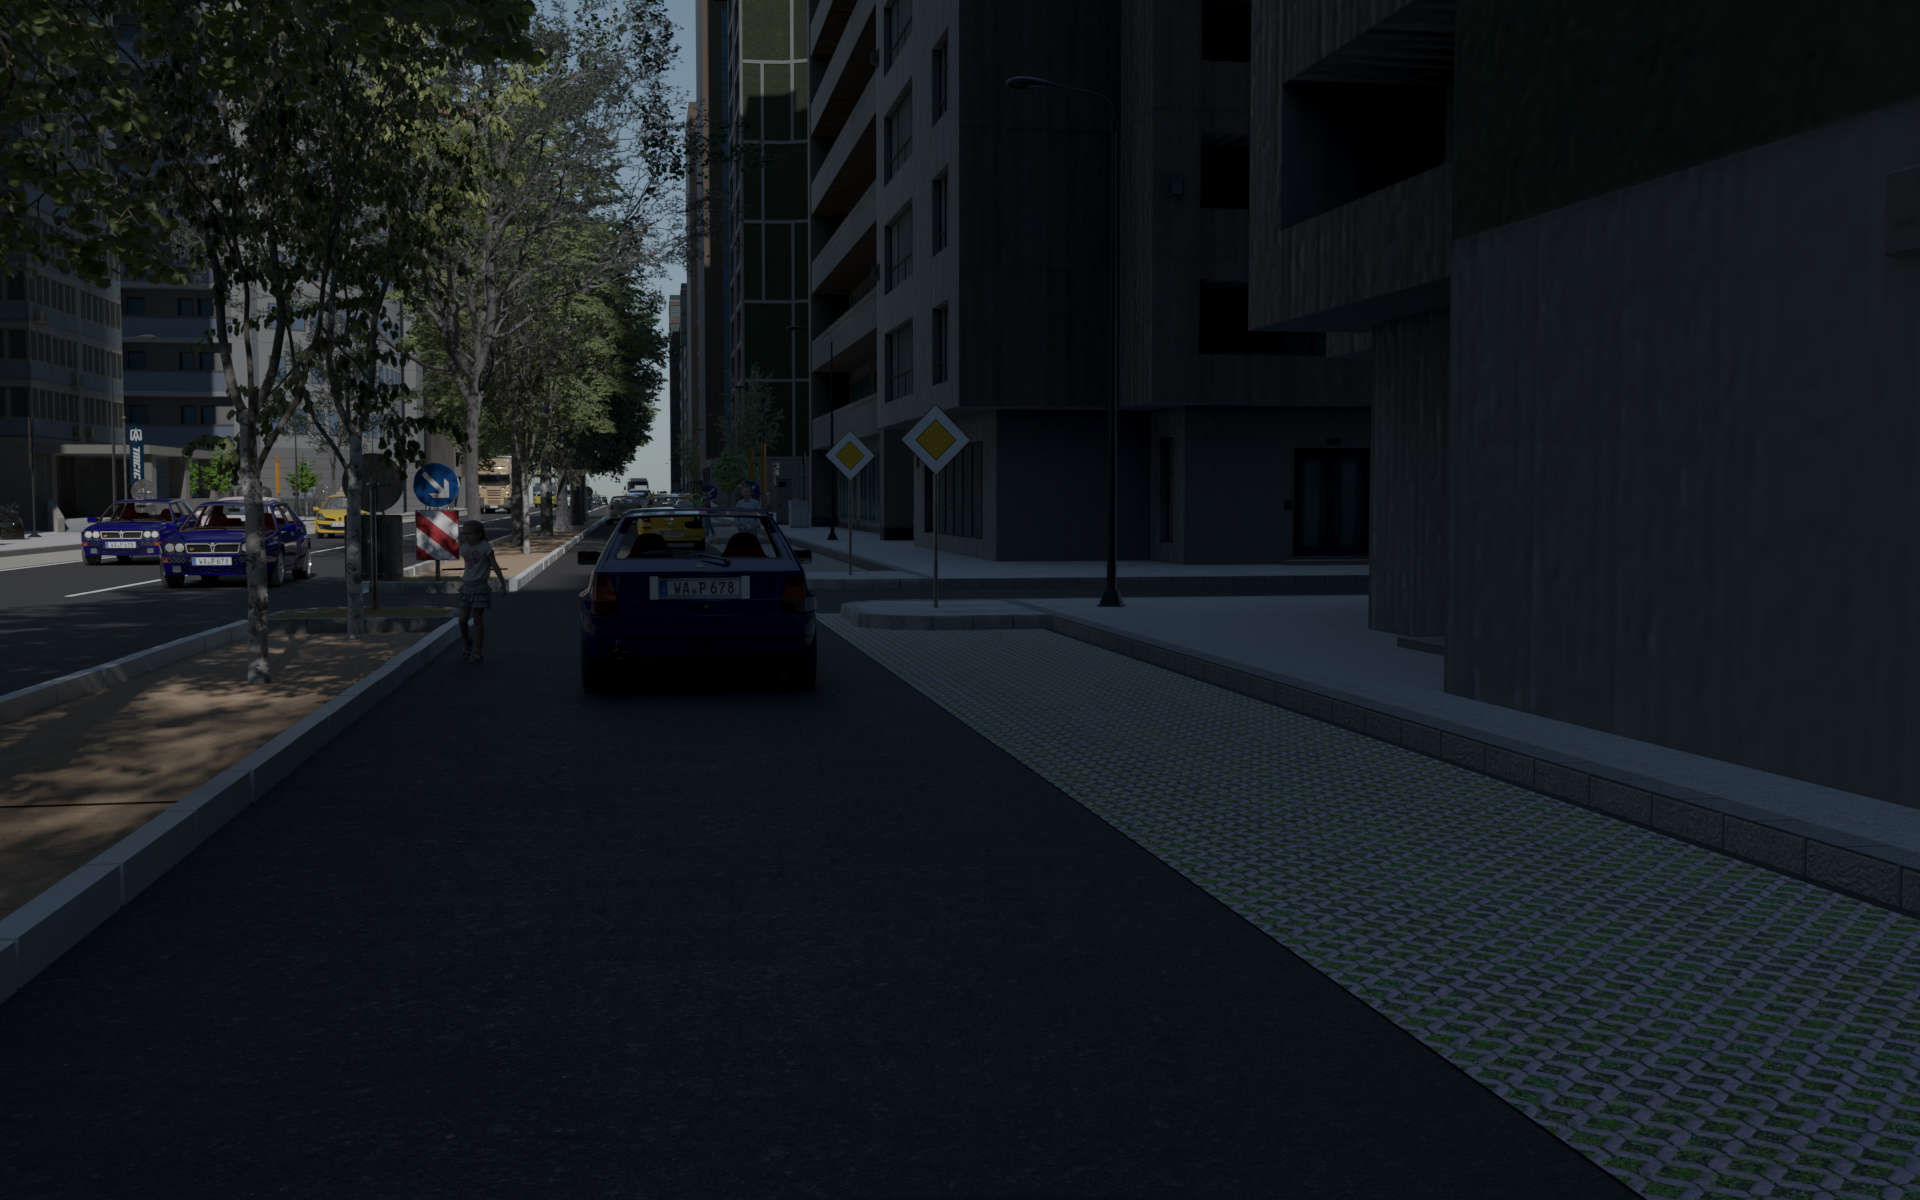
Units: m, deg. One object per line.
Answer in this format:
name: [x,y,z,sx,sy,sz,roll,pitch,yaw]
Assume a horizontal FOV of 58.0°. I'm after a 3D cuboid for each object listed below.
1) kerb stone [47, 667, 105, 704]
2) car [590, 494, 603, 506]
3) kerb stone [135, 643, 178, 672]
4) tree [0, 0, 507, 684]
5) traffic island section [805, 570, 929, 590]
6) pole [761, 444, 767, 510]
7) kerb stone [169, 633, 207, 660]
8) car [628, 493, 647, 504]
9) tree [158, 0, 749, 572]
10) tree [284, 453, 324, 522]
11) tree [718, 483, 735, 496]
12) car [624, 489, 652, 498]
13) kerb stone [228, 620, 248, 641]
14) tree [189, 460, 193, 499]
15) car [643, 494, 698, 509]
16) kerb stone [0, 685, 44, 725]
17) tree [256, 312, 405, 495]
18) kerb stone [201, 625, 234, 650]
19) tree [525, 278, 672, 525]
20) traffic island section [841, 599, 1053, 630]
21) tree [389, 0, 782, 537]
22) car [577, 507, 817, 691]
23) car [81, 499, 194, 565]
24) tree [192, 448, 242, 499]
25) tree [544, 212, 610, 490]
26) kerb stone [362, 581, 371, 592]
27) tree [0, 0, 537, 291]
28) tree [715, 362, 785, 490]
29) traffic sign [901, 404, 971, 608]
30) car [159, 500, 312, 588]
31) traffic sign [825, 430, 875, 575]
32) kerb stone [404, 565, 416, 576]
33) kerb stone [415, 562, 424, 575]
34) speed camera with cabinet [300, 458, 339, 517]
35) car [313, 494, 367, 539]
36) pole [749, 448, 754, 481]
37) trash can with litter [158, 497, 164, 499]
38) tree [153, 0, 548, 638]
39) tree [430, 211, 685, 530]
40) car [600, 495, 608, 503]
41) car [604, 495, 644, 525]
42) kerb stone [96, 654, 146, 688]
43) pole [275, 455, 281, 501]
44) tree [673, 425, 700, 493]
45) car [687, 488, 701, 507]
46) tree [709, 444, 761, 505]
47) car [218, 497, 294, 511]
kerb stone: [-6.248,0.612,12.184,0.120,0.150,1.000,-1,4,-10]
car: [-44.257,-12.228,209.716,2.009,1.686,4.222,-1,4,-10]
kerb stone: [-6.627,0.489,14.194,0.120,0.150,1.000,-1,4,-10]
tree: [-5.227,-3.655,12.572,4.360,8.622,3.978,0,3,0]
traffic island section: [-1.713,-0.313,27.404,2.009,0.180,2.903,-1,4,-10]
pole: [-7.933,-4.659,70.018,0.158,3.312,0.155,0,3,0]
kerb stone: [-6.820,0.429,15.197,0.120,0.150,1.000,-1,4,-10]
car: [-21.848,-6.563,116.889,1.945,1.707,3.694,-1,4,-11]
tree: [-9.134,-7.297,32.129,12.009,13.543,11.850,0,3,0]
tree: [-30.822,-5.289,81.070,1.663,3.219,1.824,0,3,0]
tree: [-15.232,-7.242,113.014,1.663,3.219,1.824,0,3,0]
car: [-23.143,-7.134,125.309,2.281,1.827,5.304,-1,4,-11]
kerb stone: [-7.181,0.309,17.213,0.120,0.150,1.000,-1,4,-10]
tree: [-37.775,-5.552,85.383,1.663,3.219,1.824,0,3,0]
car: [-7.559,-2.140,45.218,2.015,1.641,3.980,-1,4,-11]
kerb stone: [-6.063,0.674,11.179,0.120,0.150,1.000,-1,4,-10]
tree: [-31.858,-9.348,87.252,8.767,10.594,7.601,0,4,5]
kerb stone: [-6.999,0.366,16.204,0.120,0.150,1.000,-1,4,-10]
tree: [-17.427,-10.350,78.327,9.857,13.997,8.962,0,3,0]
traffic island section: [-0.254,0.167,19.553,2.009,0.180,2.903,-1,4,-10]
tree: [-12.526,-12.148,56.961,12.611,20.169,13.585,0,3,0]
car: [-2.136,-0.090,14.059,1.945,1.354,3.894,-1,4,-9]
car: [-16.996,-1.439,36.116,1.945,1.354,3.894,-1,4,-12]
tree: [-28.020,-4.361,65.908,1.663,3.219,1.824,0,3,0]
tree: [-10.188,-5.362,40.493,4.360,8.622,3.978,0,3,0]
kerb stone: [-8.788,-0.216,25.795,0.120,0.150,1.000,-1,4,-10]
tree: [-4.166,-5.225,6.010,7.486,12.596,7.792,0,3,0]
tree: [-11.961,-8.988,97.309,4.360,8.622,3.978,0,3,0]
traffic sign: [-0.276,-0.968,19.471,0.795,2.450,0.064,-1,4,-10]
car: [-11.575,-0.931,27.799,1.945,1.354,3.894,-1,4,-11]
traffic sign: [-1.735,-1.448,27.322,0.795,2.450,0.064,-1,4,-10]
kerb stone: [-9.539,-0.463,29.848,0.120,0.150,1.000,-1,4,-10]
kerb stone: [-9.712,-0.530,30.855,0.120,0.150,1.000,-1,4,-10]
speed camera with cabinet: [-35.657,-6.242,96.400,2.038,3.252,0.660,-3,5,-45]
car: [-20.194,-2.871,57.162,2.015,1.641,3.980,-1,4,-12]
pole: [-9.259,-5.084,76.964,0.158,3.312,0.155,0,3,0]
trash can with litter: [-37.720,-4.355,82.589,1.055,1.170,0.624,-2,4,-34]
tree: [-6.071,-3.934,17.135,4.737,8.622,4.395,0,3,0]
tree: [-15.676,-9.086,68.021,9.611,12.733,9.660,0,3,0]
car: [-50.794,-14.232,245.277,1.945,1.354,3.894,-1,4,-12]
car: [-15.931,-4.301,82.689,2.083,1.381,4.827,-1,4,-10]
kerb stone: [-6.427,0.552,13.191,0.120,0.150,1.000,-1,4,-10]
pole: [-35.942,-5.960,91.290,0.158,3.312,0.155,0,3,0]
tree: [-28.357,-14.273,183.723,4.737,8.622,4.395,0,3,0]
car: [-17.550,-6.334,112.357,1.959,1.807,4.718,-1,4,-12]
tree: [-13.920,-7.622,108.339,4.285,4.588,4.351,0,3,0]
car: [-18.093,-1.925,43.837,2.083,1.381,4.827,-1,4,-9]
